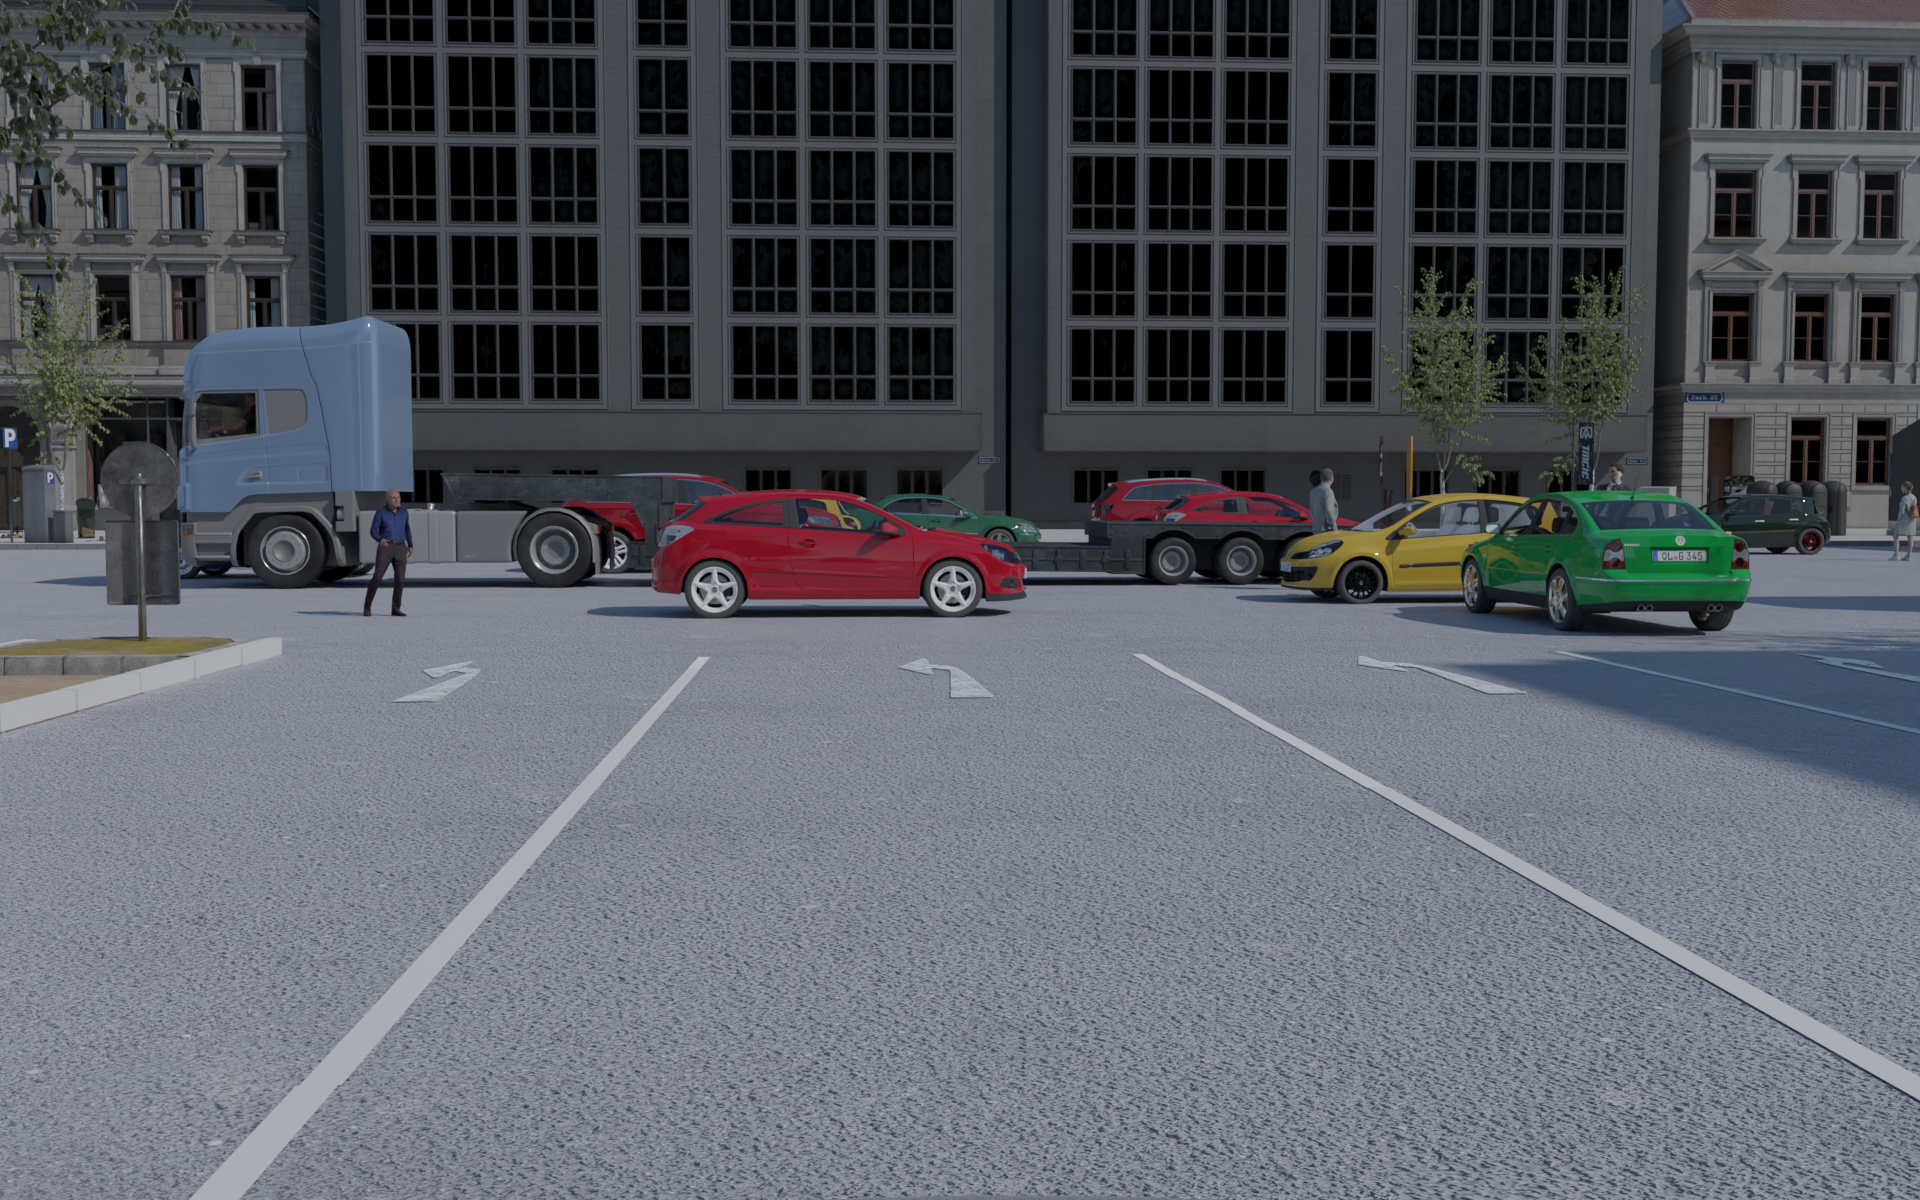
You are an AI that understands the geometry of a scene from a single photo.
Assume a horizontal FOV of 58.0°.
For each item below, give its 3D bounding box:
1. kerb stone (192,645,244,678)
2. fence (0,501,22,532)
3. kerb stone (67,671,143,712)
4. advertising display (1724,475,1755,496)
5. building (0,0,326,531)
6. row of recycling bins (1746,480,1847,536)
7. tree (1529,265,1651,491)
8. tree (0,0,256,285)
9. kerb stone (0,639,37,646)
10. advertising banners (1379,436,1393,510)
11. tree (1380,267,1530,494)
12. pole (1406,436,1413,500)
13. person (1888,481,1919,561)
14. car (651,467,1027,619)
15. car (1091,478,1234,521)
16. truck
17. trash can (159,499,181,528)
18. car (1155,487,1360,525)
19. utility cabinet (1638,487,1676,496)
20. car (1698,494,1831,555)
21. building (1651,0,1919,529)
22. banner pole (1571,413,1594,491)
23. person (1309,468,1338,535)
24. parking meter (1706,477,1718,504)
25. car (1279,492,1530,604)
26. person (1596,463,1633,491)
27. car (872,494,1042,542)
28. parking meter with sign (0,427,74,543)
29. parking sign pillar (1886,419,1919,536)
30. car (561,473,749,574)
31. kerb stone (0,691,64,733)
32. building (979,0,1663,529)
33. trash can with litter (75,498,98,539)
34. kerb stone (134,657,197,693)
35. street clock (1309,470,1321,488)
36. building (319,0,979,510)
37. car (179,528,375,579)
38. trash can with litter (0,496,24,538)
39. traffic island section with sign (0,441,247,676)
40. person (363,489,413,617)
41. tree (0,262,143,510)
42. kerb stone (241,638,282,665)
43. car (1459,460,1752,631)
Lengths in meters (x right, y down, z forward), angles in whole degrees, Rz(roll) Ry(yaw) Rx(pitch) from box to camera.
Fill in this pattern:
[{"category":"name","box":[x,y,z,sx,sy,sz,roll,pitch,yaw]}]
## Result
[{"category":"kerb stone","box":[-6.023,0.505,13.938,0.120,0.150,1.000,0,4,-4]},{"category":"fence","box":[-32.468,-2.847,57.751,0.480,1.192,2.264,2,4,28]},{"category":"kerb stone","box":[-5.895,0.632,11.889,0.120,0.150,1.000,0,4,-4]},{"category":"advertising display","box":[26.848,-3.334,59.717,0.974,1.923,0.123,3,4,38]},{"category":"building","box":[-42.690,-12.994,63.366,40.483,20.767,10.553,0,4,-4]},{"category":"row of recycling bins","box":[25.567,-2.796,52.833,3.534,1.692,1.069,-1,4,-19]},{"category":"tree","box":[20.449,-6.478,56.286,4.737,8.622,4.395,0,3,0]},{"category":"tree","box":[-6.462,-3.526,10.474,4.360,8.622,3.978,0,3,0]},{"category":"kerb stone","box":[-8.180,0.452,14.802,0.120,0.150,1.000,0,4,-4]},{"category":"advertising banners","box":[12.725,-3.402,51.806,0.090,3.025,2.074,0,4,4]},{"category":"tree","box":[15.598,-6.445,55.733,4.737,8.622,4.395,0,3,0]},{"category":"pole","box":[15.671,-4.071,60.399,0.158,3.312,0.155,0,3,0]},{"category":"person","box":[20.325,-1.694,37.199,0.512,1.701,0.522,-2,4,-30]},{"category":"car","box":[-1.432,-0.719,20.794,4.494,1.783,2.155,0,4,-4]},{"category":"car","box":[5.721,-2.012,41.567,5.304,1.827,2.281,0,4,-3]},{"category":"truck","box":[-3.184,-2.318,27.654,18.799,4.110,2.967,0,4,-4]},{"category":"trash can","box":[-24.284,-2.545,53.256,0.748,1.137,0.748,0,3,0]},{"category":"car","box":[6.011,-1.544,34.289,4.494,1.783,2.155,0,4,-2]},{"category":"utility cabinet","box":[20.674,-2.615,51.439,0.318,1.500,1.173,-2,4,-25]},{"category":"car","box":[18.647,-1.942,41.534,4.222,1.686,2.009,0,4,-2]},{"category":"building","box":[36.071,-14.232,68.851,21.152,22.565,11.583,0,4,-4]},{"category":"banner pole","box":[19.166,-3.884,53.522,0.863,3.779,0.401,3,4,38]},{"category":"person","box":[5.425,-1.048,25.732,0.391,1.810,0.635,-2,4,-27]},{"category":"parking meter","box":[25.669,-3.268,59.144,0.255,1.863,0.399,0,4,7]},{"category":"car","box":[6.335,-0.804,23.372,3.980,1.641,2.015,0,4,-4]},{"category":"person","box":[9.829,-1.121,26.199,0.648,1.900,0.474,1,4,16]},{"category":"car","box":[-0.576,-1.721,39.931,4.920,1.459,2.131,0,4,-2]},{"category":"parking meter with sign","box":[-24.136,-3.004,45.372,1.738,3.016,0.543,1,4,8]},{"category":"parking sign pillar","box":[29.426,-3.972,53.407,1.447,3.967,1.447,1,4,18]},{"category":"car","box":[-4.793,-1.429,32.037,5.304,1.827,2.281,0,4,-2]},{"category":"kerb stone","box":[-5.834,0.698,10.865,0.120,0.150,1.000,0,4,-4]},{"category":"building","box":[13.375,-16.792,68.052,24.014,27.812,14.314,0,4,-4]},{"category":"trash can with litter","box":[-25.252,-2.374,50.207,0.624,1.170,1.055,-2,4,-34]},{"category":"kerb stone","box":[-5.962,0.568,12.914,0.120,0.150,1.000,0,4,-4]},{"category":"street clock","box":[10.840,-2.933,52.522,0.471,2.002,0.358,2,4,30]},{"category":"building","box":[-10.568,-16.676,66.165,24.014,27.812,14.314,0,4,-4]},{"category":"car","box":[-11.977,-1.066,30.006,3.894,1.354,1.945,0,4,-3]},{"category":"trash can with litter","box":[-27.497,-2.429,50.779,1.678,1.210,2.233,-1,4,-14]},{"category":"traffic island section with sign","box":[-7.113,-0.390,14.520,2.006,1.907,1.989,0,4,-4]},{"category":"person","box":[-6.679,-0.551,20.200,0.574,1.496,0.600,-1,4,-17]},{"category":"tree","box":[-28.770,-6.435,55.575,4.737,8.622,4.395,0,3,0]},{"category":"kerb stone","box":[-6.086,0.442,14.963,0.120,0.150,1.000,0,4,-4]},{"category":"car","box":[7.083,-0.655,19.503,1.959,1.807,4.718,0,4,-3]}]
